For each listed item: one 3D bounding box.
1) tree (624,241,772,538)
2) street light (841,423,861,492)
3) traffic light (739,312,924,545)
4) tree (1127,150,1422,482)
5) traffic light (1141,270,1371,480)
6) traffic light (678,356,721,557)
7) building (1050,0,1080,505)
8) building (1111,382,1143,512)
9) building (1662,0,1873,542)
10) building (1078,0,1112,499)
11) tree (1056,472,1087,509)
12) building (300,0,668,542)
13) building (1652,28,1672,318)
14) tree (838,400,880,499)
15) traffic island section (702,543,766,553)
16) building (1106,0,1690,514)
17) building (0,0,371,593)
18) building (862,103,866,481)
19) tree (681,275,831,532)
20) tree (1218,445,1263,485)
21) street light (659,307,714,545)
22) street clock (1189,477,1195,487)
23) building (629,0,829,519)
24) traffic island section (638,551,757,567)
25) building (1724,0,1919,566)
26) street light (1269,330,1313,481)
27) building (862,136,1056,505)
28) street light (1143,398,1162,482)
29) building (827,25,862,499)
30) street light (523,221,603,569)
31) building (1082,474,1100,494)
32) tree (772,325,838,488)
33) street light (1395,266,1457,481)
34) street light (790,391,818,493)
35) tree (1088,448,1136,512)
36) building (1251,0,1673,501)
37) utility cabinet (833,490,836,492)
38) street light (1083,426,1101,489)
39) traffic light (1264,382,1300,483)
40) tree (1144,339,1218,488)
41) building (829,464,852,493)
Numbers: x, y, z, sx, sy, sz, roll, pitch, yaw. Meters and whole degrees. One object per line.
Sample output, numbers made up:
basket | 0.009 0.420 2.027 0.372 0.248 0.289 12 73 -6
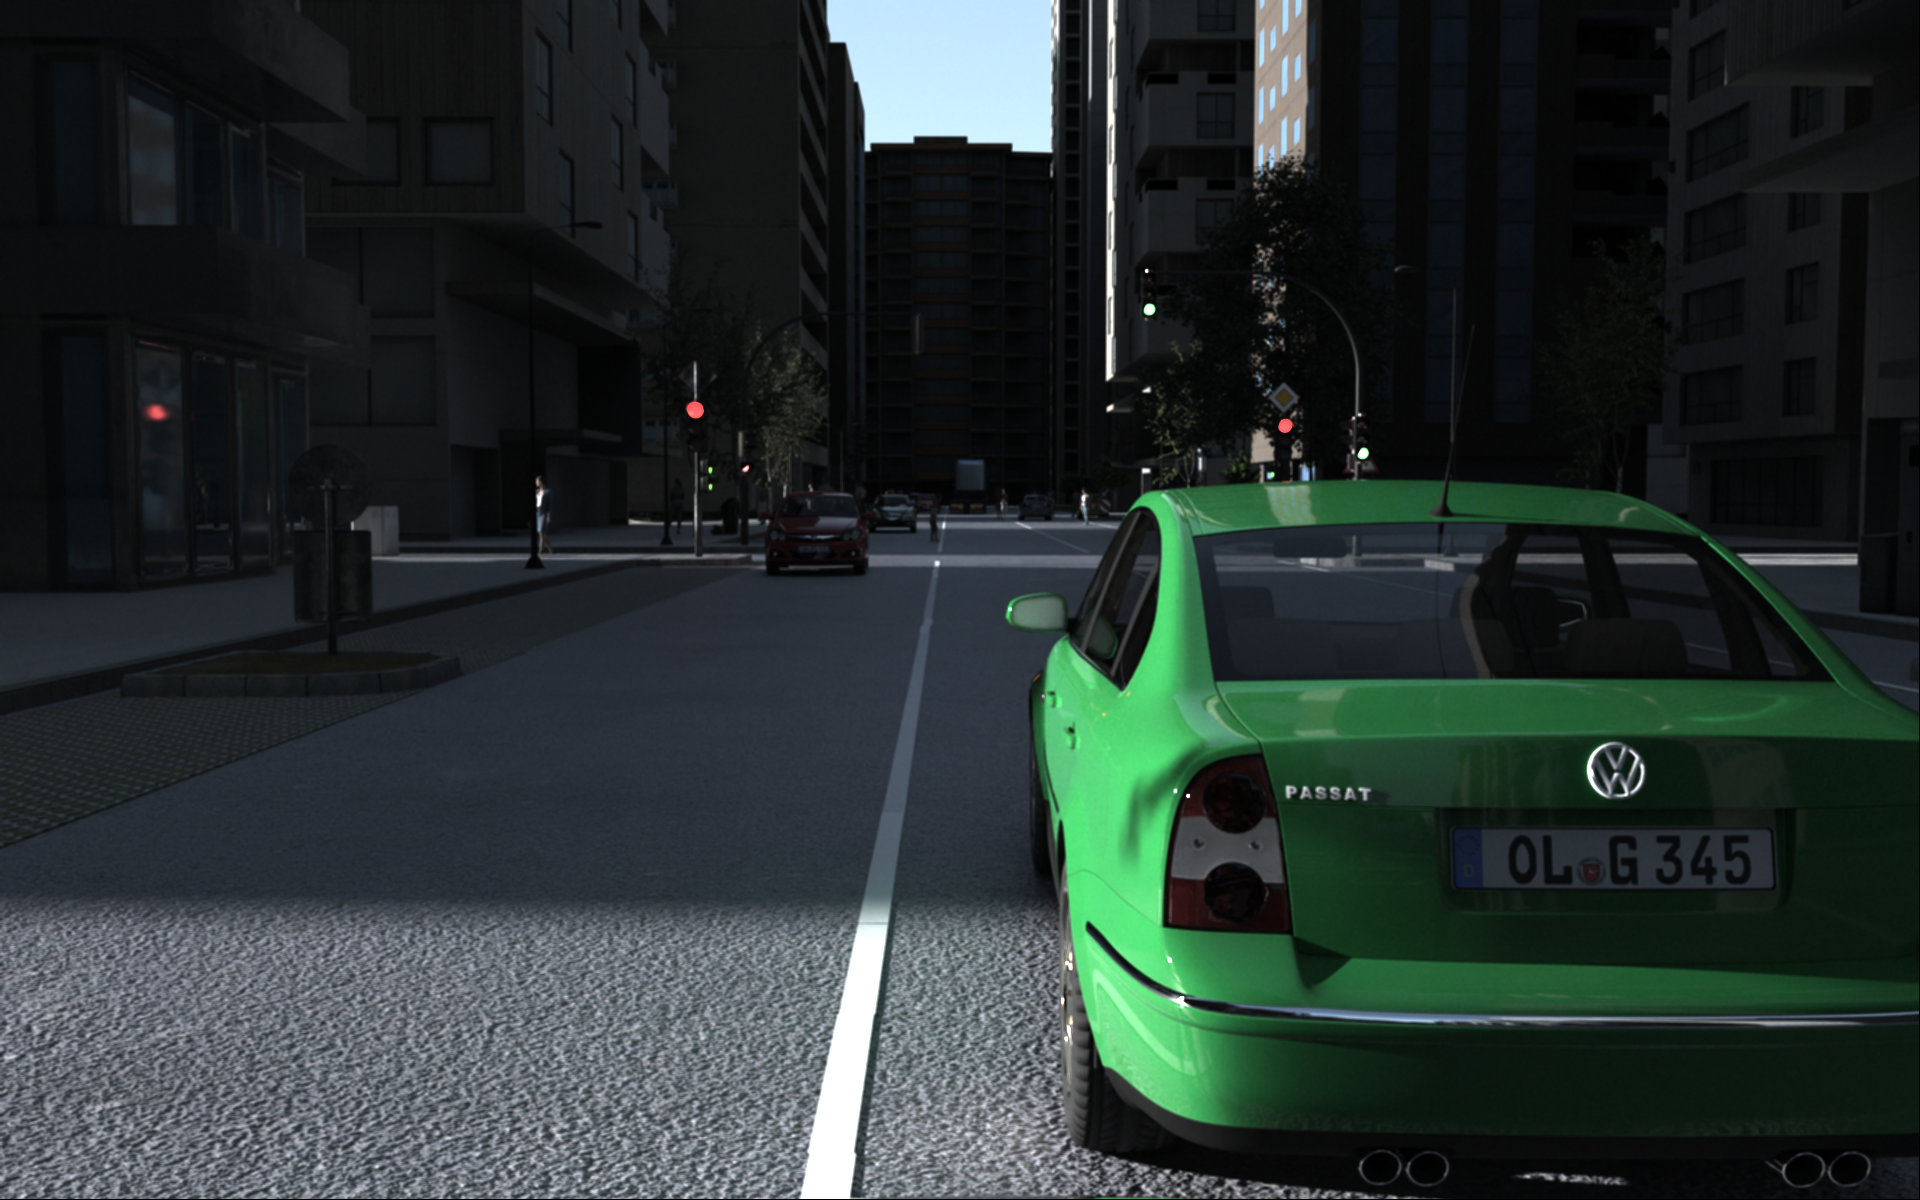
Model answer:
tree | -7.681 -6.108 50.224 4.360 8.622 3.978 0 3 0
street light | -7.223 -8.646 113.907 1.470 5.913 1.316 0 4 0
traffic light | -3.291 -4.204 43.405 4.771 5.953 1.251 0 4 0
tree | 10.889 -8.621 57.962 9.611 12.733 9.660 0 3 0
traffic light | 6.036 -3.709 35.316 4.771 5.953 1.251 0 4 0
traffic light | -5.334 -2.841 35.372 0.839 4.253 0.868 0 4 0
building | 21.899 -47.371 212.768 20.611 71.187 20.563 0 4 0
building | 18.531 -22.123 133.411 14.160 30.474 14.107 0 4 0
building | 29.641 -16.935 48.586 14.107 30.474 14.160 0 4 0
building | 22.754 -38.878 177.650 21.231 58.520 28.212 0 4 0
tree | 9.935 -9.814 155.065 1.663 3.219 1.824 0 3 0
building | -24.871 -28.620 57.175 28.713 52.752 27.495 0 4 0
building | 70.191 -45.418 180.842 20.611 71.187 20.563 0 4 0
tree | -8.051 -11.205 133.558 4.360 8.622 3.978 0 3 0
traffic island section | -5.423 -1.297 43.491 2.009 0.180 2.903 0 4 0
building | 23.063 -31.226 99.776 28.713 52.752 27.495 0 4 0
building | -24.703 -24.555 21.089 30.456 49.044 23.786 0 4 0
building | -17.578 -32.737 185.358 14.200 45.320 14.600 0 4 0
tree | -7.385 -6.638 58.896 4.737 8.622 4.395 0 3 0
tree | 11.246 -4.521 68.525 1.663 3.219 1.824 0 3 0
street light | -6.813 -4.324 43.239 1.470 5.913 1.316 0 4 0
street clock | 9.867 -4.230 73.731 0.358 2.002 0.471 0 4 3
building | -18.907 -29.016 98.120 21.300 48.544 21.600 0 4 0
traffic island section | -5.374 -0.809 35.506 2.009 0.180 2.903 0 4 0
building | 27.281 -26.185 17.365 28.713 52.752 27.495 0 4 0
street light | 9.419 -4.683 49.110 1.470 5.913 1.316 0 4 0
building | -3.062 -34.266 214.869 28.867 44.769 22.147 0 4 0
street light | 9.224 -6.808 83.859 1.470 5.913 1.316 0 4 0
building | -17.603 -31.782 169.740 14.600 45.320 14.200 0 4 0
street light | -6.772 -3.489 29.594 1.470 5.913 1.316 0 4 0
building | 27.361 -28.153 152.182 32.217 40.220 23.993 0 4 0
tree | -7.901 -7.580 74.289 4.360 8.622 3.978 0 3 0
street light | 9.563 -3.849 35.465 1.470 5.913 1.316 0 4 0
street light | -7.105 -6.478 78.458 1.470 5.913 1.316 0 4 0
tree | 10.704 -8.475 122.273 4.285 4.588 4.351 0 3 0
building | 20.282 -25.754 71.192 14.600 45.320 14.200 0 4 0
utility cabinet | -7.353 -5.582 99.941 0.318 1.500 1.173 0 4 -7
street light | 9.103 -8.934 118.609 1.470 5.913 1.316 0 4 0
traffic light | 8.078 -3.335 43.455 0.839 4.253 0.868 0 4 0
tree | 10.537 -7.924 79.918 4.737 8.622 4.395 0 3 0
building | -20.116 -43.613 151.317 20.563 71.187 20.611 0 4 0
